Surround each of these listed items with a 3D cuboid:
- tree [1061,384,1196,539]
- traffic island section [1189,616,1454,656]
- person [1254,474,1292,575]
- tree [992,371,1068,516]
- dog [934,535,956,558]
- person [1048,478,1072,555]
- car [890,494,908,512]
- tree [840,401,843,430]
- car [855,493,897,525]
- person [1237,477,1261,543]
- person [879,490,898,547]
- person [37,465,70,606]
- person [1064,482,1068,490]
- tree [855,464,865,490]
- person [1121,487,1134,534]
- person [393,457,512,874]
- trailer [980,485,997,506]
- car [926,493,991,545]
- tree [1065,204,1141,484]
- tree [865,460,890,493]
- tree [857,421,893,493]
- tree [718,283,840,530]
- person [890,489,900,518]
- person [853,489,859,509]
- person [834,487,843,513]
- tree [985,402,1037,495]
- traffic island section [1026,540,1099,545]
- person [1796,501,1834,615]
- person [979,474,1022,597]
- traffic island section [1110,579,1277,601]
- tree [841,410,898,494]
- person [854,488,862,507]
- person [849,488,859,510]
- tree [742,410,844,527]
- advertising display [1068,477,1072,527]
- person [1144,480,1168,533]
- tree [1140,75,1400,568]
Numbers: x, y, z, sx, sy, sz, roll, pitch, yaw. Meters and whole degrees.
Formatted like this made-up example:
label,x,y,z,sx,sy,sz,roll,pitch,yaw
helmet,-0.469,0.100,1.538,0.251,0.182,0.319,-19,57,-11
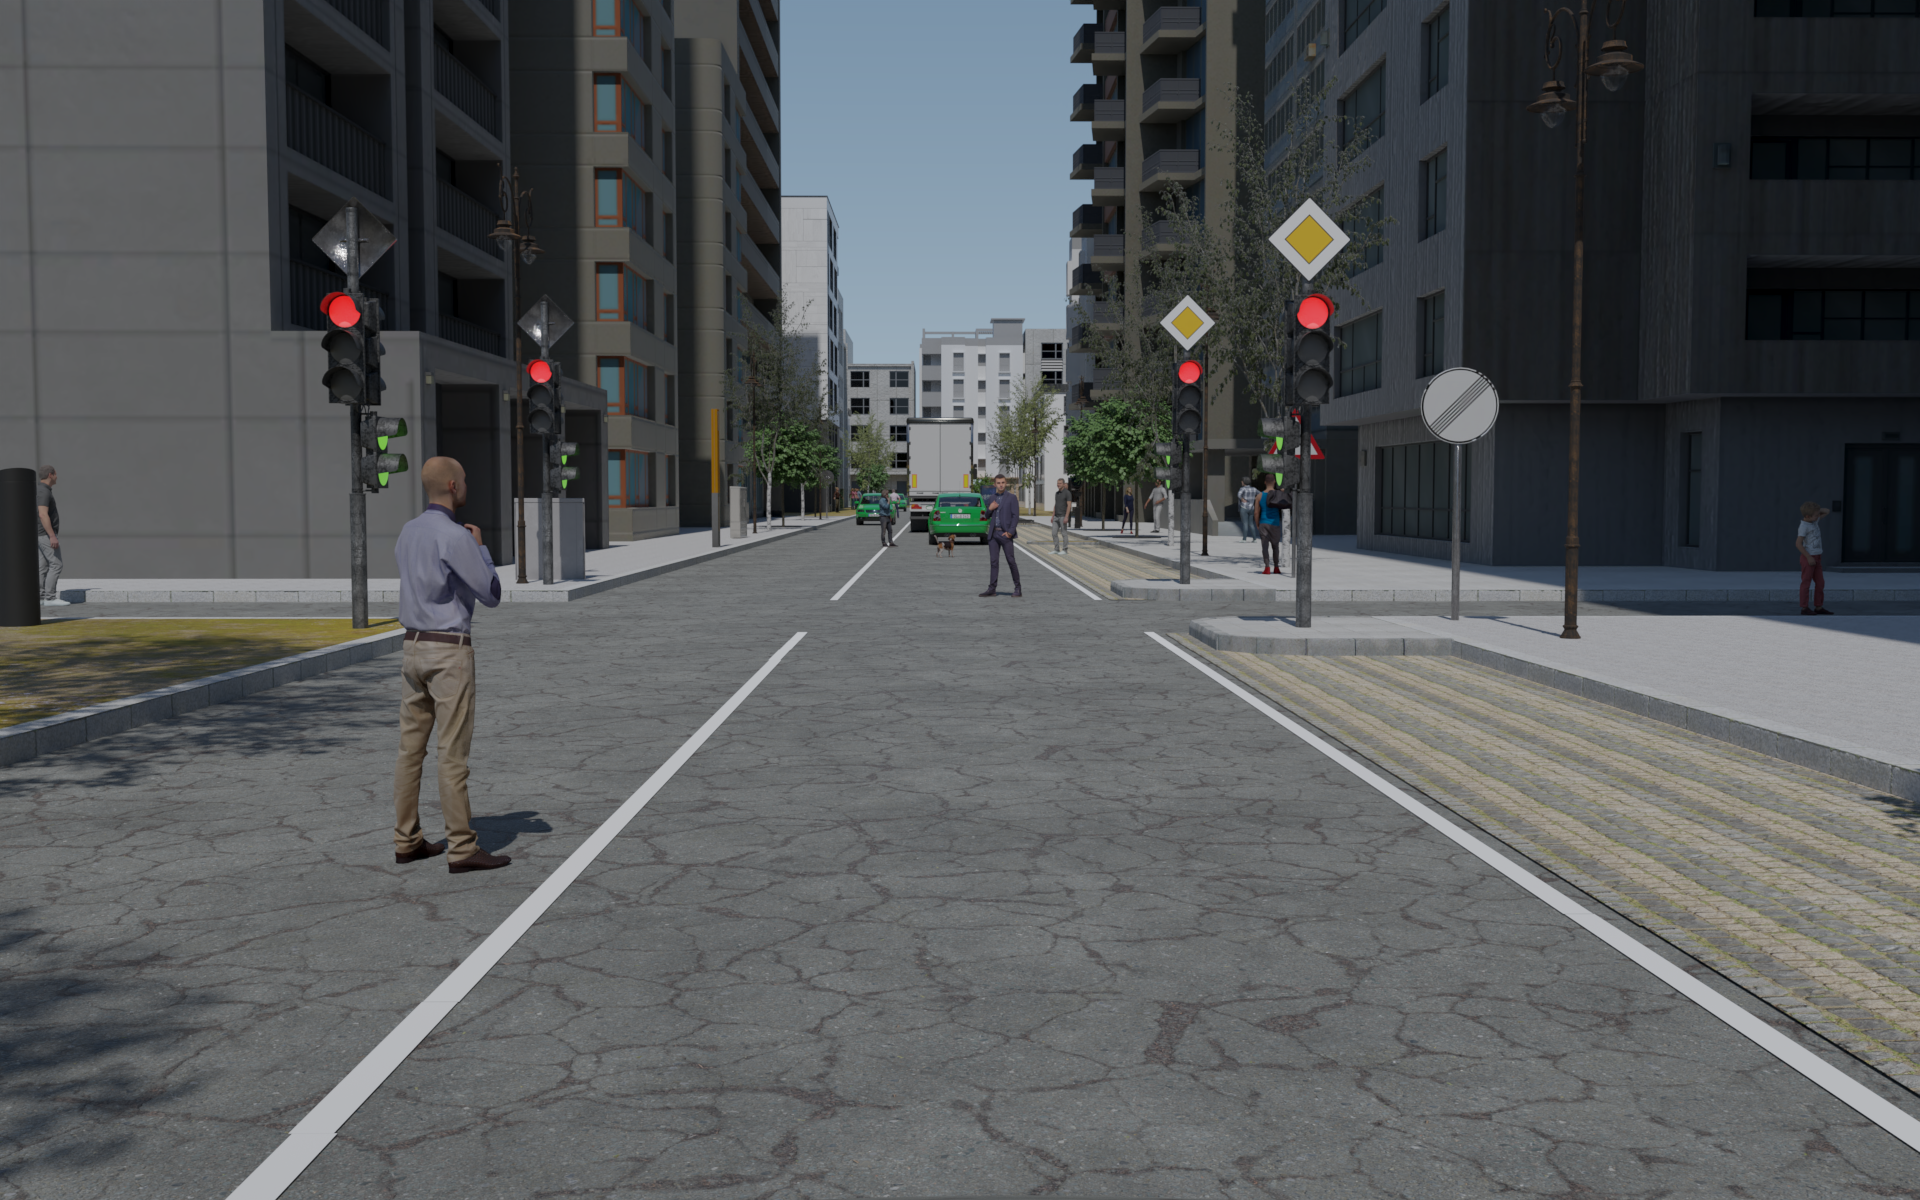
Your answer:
label,x,y,z,sx,sy,sz,roll,pitch,yaw
tree,5.124,-4.085,50.498,4.285,4.588,4.351,0,3,0
traffic island section,3.328,0.343,16.677,2.009,0.180,2.903,0,4,-1
person,5.017,-1.205,27.620,0.647,1.594,0.662,0,4,2
tree,4.141,-9.687,108.740,4.737,8.622,4.395,0,3,0
dog,-0.335,-1.220,39.239,0.406,0.507,0.540,1,4,10
person,2.350,-1.971,40.850,0.434,1.807,0.598,-2,4,-25
car,-5.256,-8.139,141.865,1.959,1.807,4.718,0,4,-2
tree,-7.577,-8.130,83.280,4.360,8.622,3.978,0,3,0
car,-3.916,-4.412,80.929,1.959,1.807,4.718,0,4,-1
person,7.549,-2.365,45.433,0.841,1.734,0.376,-2,4,-27
person,-1.969,-2.190,46.511,0.499,1.552,0.429,-3,5,-40
person,-11.721,-0.836,22.303,0.434,1.807,0.598,-2,4,-26
person,4.787,-4.420,78.443,0.434,1.807,0.598,-1,4,-19
tree,-8.039,-6.816,95.152,4.285,4.588,4.351,0,3,0
person,5.380,-2.884,55.743,0.613,1.512,0.480,3,5,42
person,-1.986,0.238,6.671,0.516,1.574,0.319,3,5,41
trailer,1.838,-6.575,114.544,1.471,1.999,3.904,0,4,-2
car,-0.019,-2.535,50.244,1.959,1.807,4.718,0,4,-1
tree,4.964,-5.632,42.443,4.360,8.622,3.978,0,3,0
tree,-8.089,-10.763,159.687,4.285,4.588,4.351,0,3,0
tree,-8.501,-13.682,174.058,4.360,8.622,3.978,0,3,0
tree,-6.726,-6.774,61.121,4.360,8.622,3.978,0,3,0
person,-3.902,-5.714,102.856,0.756,1.711,0.436,0,4,6
person,-8.569,-8.392,143.973,0.721,1.743,1.217,0,4,7
person,-8.364,-6.888,119.183,0.721,1.766,1.217,2,4,26
tree,4.041,-11.245,134.221,4.360,8.622,3.978,0,3,0
traffic island section,2.908,-1.628,49.480,1.991,0.108,1.994,0,4,-1
person,10.127,-0.495,20.500,0.340,1.345,0.435,3,5,43
person,0.573,-0.899,24.120,0.530,1.710,0.541,-3,5,-45
traffic island section,3.225,-0.146,24.662,2.009,0.180,2.903,0,4,-1
tree,-8.210,-12.221,150.177,4.737,8.622,4.395,0,3,0
person,-9.635,-9.617,163.271,0.705,1.826,1.348,-3,5,-42
person,-8.630,-8.187,140.621,0.721,1.743,1.217,-3,5,-40
tree,-6.780,-5.103,67.148,4.285,4.588,4.351,0,3,0
advertising display,4.246,-3.778,66.981,0.123,1.923,0.974,0,4,6
person,6.450,-3.117,57.149,0.789,1.805,0.875,-3,4,-37
tree,5.451,-4.871,30.011,4.360,8.622,3.978,0,3,0
